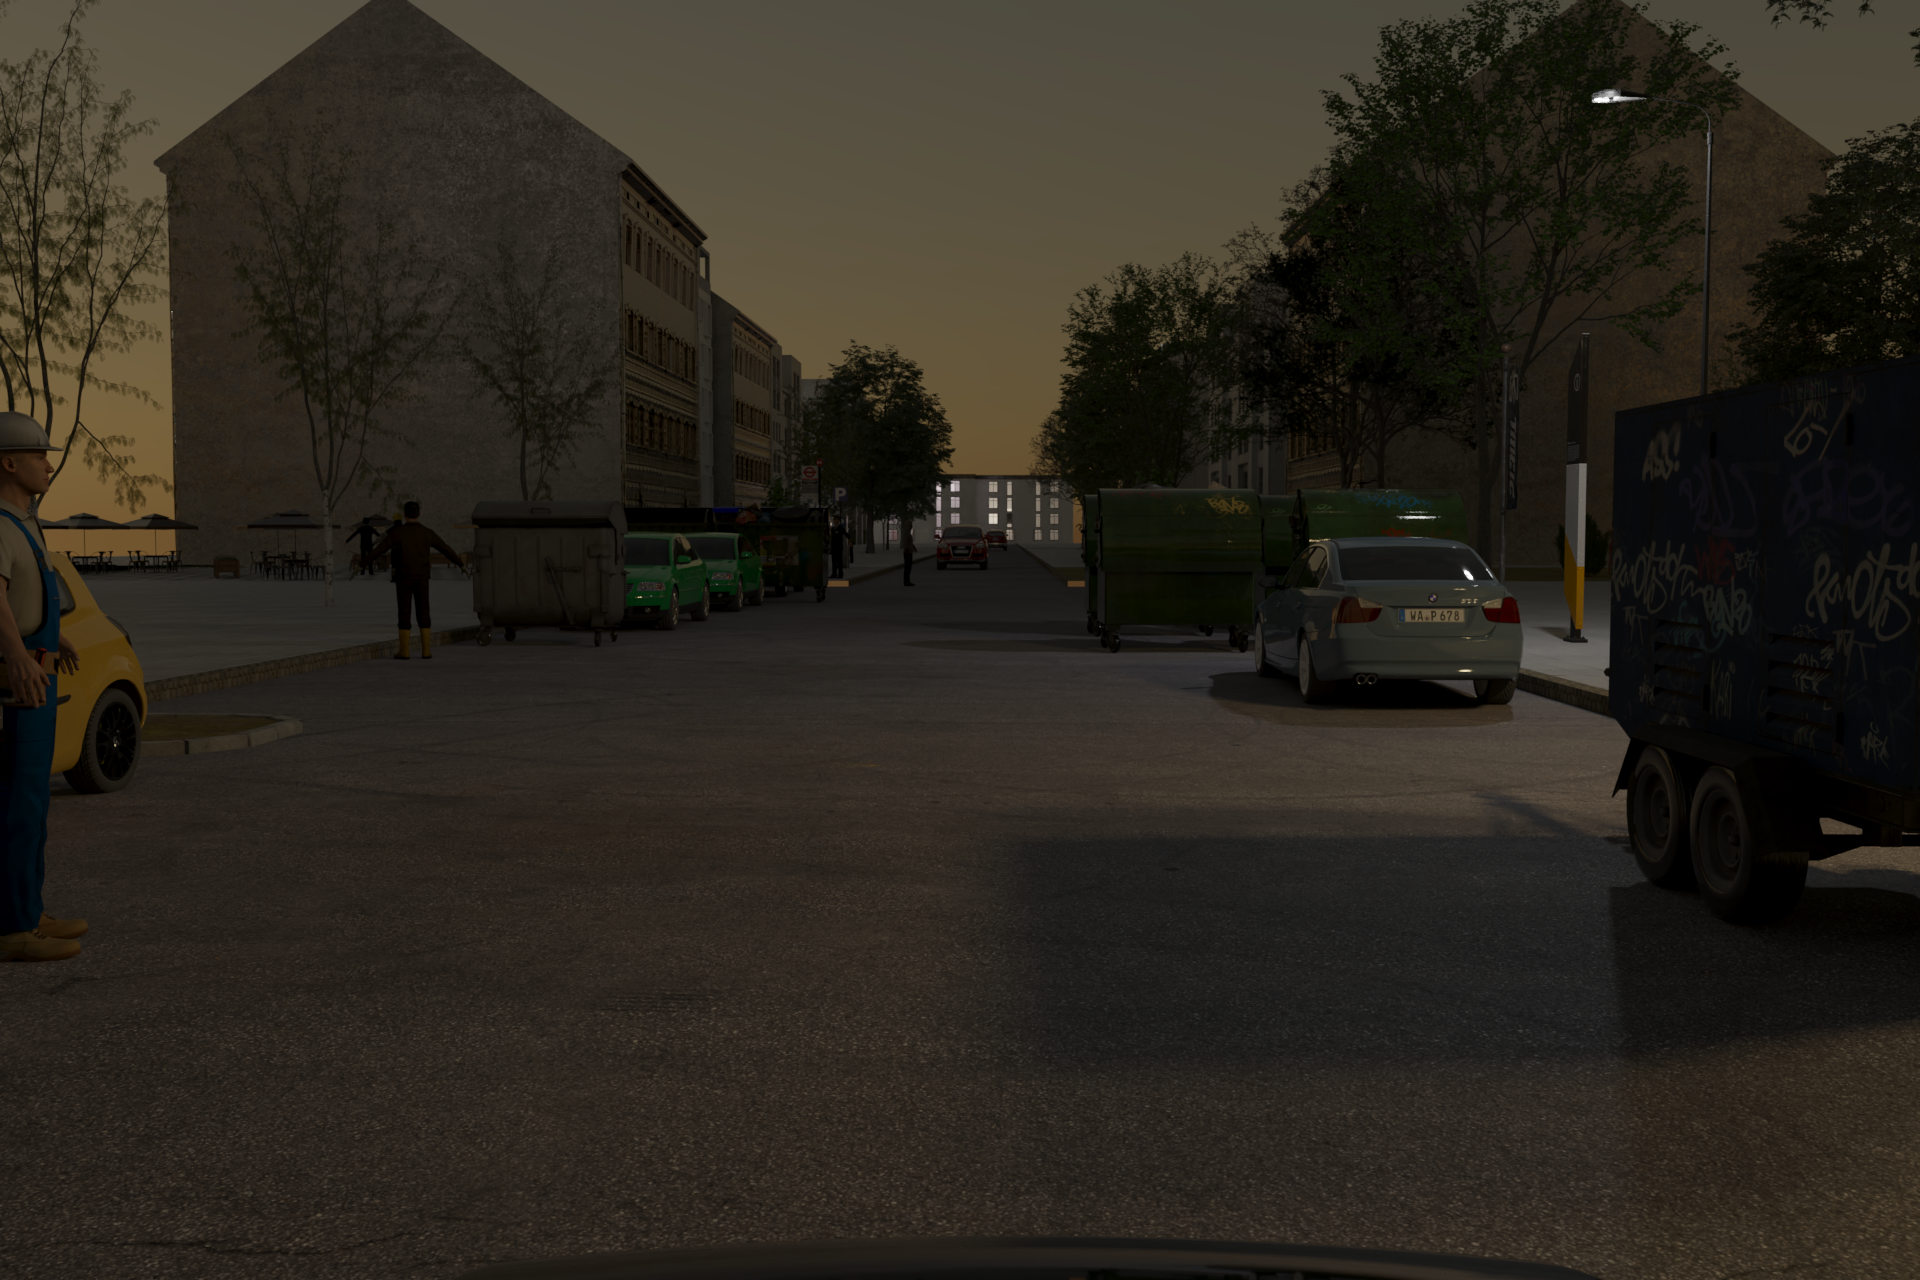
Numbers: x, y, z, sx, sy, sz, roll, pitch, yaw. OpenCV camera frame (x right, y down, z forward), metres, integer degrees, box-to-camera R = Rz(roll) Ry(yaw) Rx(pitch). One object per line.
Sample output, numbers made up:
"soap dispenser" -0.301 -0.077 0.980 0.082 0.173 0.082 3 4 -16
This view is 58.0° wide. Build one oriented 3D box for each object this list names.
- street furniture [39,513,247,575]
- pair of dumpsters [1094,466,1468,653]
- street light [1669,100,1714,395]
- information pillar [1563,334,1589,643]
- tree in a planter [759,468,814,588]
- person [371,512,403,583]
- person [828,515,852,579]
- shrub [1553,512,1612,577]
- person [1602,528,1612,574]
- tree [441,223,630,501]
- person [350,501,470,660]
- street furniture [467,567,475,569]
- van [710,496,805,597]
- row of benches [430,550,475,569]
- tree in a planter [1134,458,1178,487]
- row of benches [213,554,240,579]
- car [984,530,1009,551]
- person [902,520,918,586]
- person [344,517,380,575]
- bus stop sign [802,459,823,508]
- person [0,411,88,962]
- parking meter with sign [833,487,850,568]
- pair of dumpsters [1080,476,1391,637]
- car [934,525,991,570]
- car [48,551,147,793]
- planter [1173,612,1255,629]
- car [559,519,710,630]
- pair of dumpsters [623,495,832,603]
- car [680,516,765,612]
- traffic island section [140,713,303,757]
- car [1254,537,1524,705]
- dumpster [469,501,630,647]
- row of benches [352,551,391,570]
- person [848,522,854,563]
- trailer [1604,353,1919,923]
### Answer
"street furniture" -32.191 -2.914 52.666 14.083 1.986 27.439 0 4 -3
"pair of dumpsters" 3.863 -1.001 21.311 4.436 2.255 1.574 0 4 0
"street light" 8.374 -2.792 18.198 1.470 5.913 1.316 0 4 1
"information pillar" 7.310 -1.785 20.541 0.183 3.616 0.504 0 4 2
"tree in a planter" -4.886 -3.024 46.668 1.991 3.239 1.994 0 4 2
"person" -14.839 -2.444 45.733 1.351 1.858 0.704 -2 4 -28
"person" -3.577 -2.695 50.004 1.347 1.837 0.705 3 4 38
"shrub" 18.725 -2.917 52.107 1.690 2.028 1.600 0 3 0
"person" 20.893 -2.964 55.261 1.217 1.733 0.721 3 4 39
"tree" -10.755 -5.605 41.999 4.360 8.622 3.978 0 3 0
"person" -6.278 -0.689 19.852 1.346 1.812 0.704 -2 4 -29
"street furniture" -12.524 -3.041 56.576 9.812 1.723 11.010 1 4 15
"van" -4.857 -2.263 41.385 2.240 2.365 5.245 0 4 1
"row of benches" -18.381 -3.089 65.961 4.104 0.672 1.422 -3 5 -41
"tree in a planter" 4.593 -2.656 40.652 1.991 3.239 1.994 0 4 2
"row of benches" -21.855 -2.209 51.577 1.422 0.672 4.104 -2 4 -24
"car" 3.074 -8.652 150.129 2.281 1.827 5.304 0 4 1
"person" -1.400 -2.396 47.767 0.705 1.813 1.348 1 4 9
"person" -18.609 -2.943 54.300 1.347 1.806 0.705 -1 4 -17
"bus stop sign" -5.205 -4.462 61.654 0.855 3.939 0.416 0 4 3
"person" -3.192 0.146 5.923 0.705 1.847 1.347 -1 4 -23
"parking meter with sign" -4.411 -4.200 64.938 0.543 3.016 1.738 0 4 1
"pair of dumpsters" 3.930 -1.202 24.603 4.436 2.255 1.574 0 4 1
"car" 0.120 -3.799 70.791 2.281 1.827 5.304 0 4 1
"car" -5.551 0.121 8.244 2.015 1.641 3.980 0 4 1
"planter" 4.328 -0.368 27.163 1.991 0.319 1.994 0 4 2
"car" -5.077 -1.123 27.156 1.959 1.807 4.718 0 4 1
"pair of dumpsters" -4.962 -1.935 36.594 4.436 2.255 1.574 0 4 2
"car" -4.872 -1.498 33.295 1.959 1.807 4.718 0 4 1
"traffic island section" -5.754 0.660 12.068 1.991 0.108 1.994 0 4 1
"car" 3.807 -0.236 15.867 2.014 1.417 4.499 0 4 2
"dumpster" -5.311 -0.873 22.493 1.865 1.857 1.264 0 4 1
"row of benches" -21.040 -2.934 63.425 1.422 0.672 4.104 0 4 6
"person" -4.826 -4.276 76.049 0.705 1.813 1.348 -1 4 -10
"trailer" 3.522 -0.021 7.395 1.471 1.999 3.904 0 4 1
